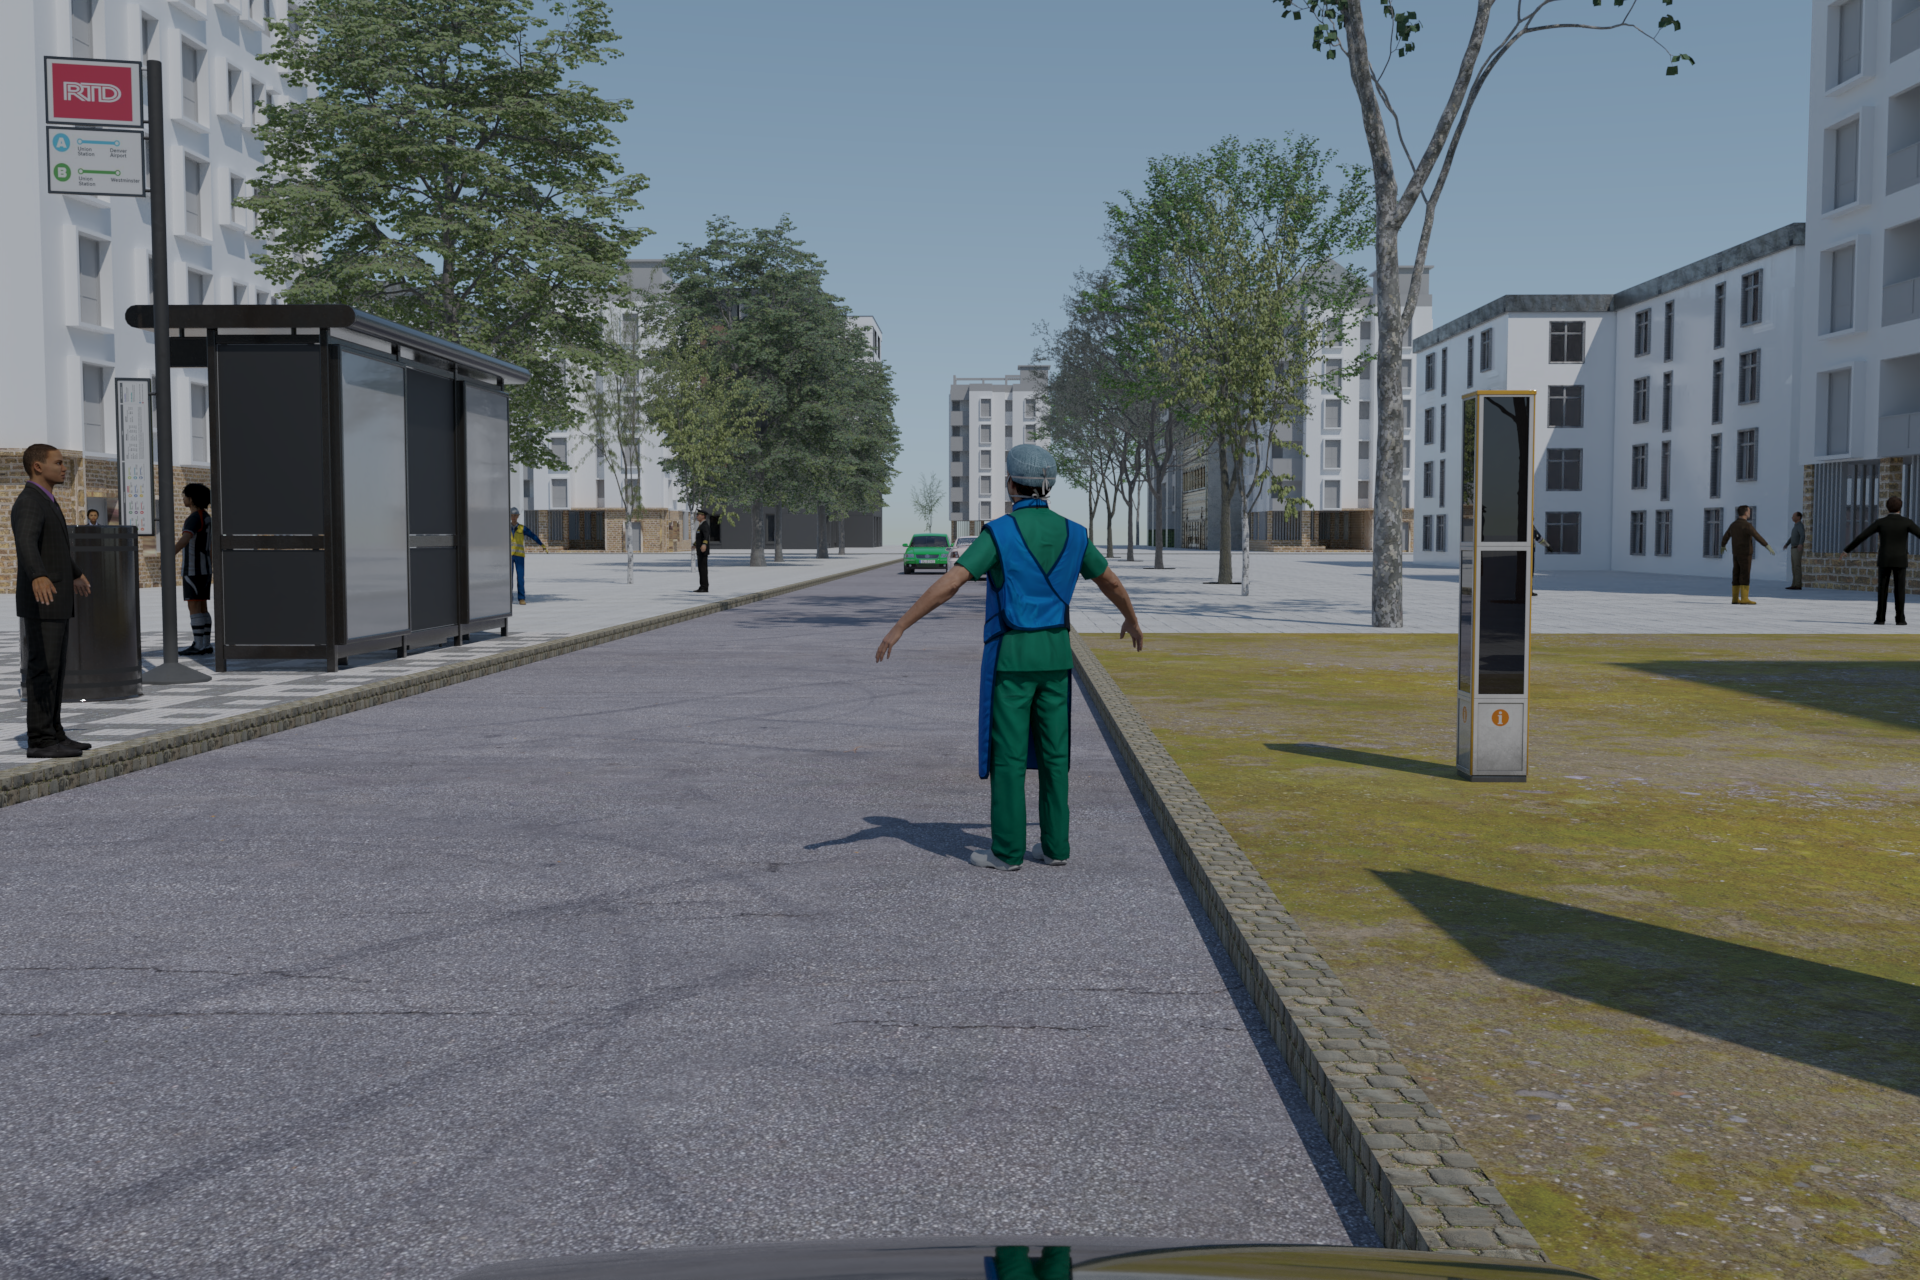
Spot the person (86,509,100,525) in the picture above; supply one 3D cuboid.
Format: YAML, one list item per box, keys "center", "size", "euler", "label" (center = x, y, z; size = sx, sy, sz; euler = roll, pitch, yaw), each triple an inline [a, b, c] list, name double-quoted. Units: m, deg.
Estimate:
- center: [-15.777, -1.520, 31.577]
  size: [1.216, 1.740, 0.721]
  euler: [-2, 4, -29]
  label: "person"

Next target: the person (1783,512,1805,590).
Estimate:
- center: [19.254, -2.057, 39.911]
  size: [0.705, 1.796, 1.348]
  euler: [1, 4, 11]
  label: "person"

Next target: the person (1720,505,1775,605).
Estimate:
- center: [14.264, -1.553, 31.522]
  size: [0.704, 1.812, 1.346]
  euler: [-1, 4, -16]
  label: "person"

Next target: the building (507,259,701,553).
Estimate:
- center: [-25.180, -16.157, 120.580]
  size: [16.016, 20.090, 11.380]
  euler: [0, 4, 1]
  label: "building"

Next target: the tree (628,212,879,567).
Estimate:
- center: [-8.053, -9.852, 67.735]
  size: [9.857, 13.997, 8.962]
  euler: [0, 3, 0]
  label: "tree"

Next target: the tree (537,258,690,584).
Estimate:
- center: [-8.312, -5.761, 44.561]
  size: [4.360, 8.622, 3.978]
  euler: [0, 3, 0]
  label: "tree"

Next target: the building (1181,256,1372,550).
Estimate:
- center: [29.013, -19.273, 146.043]
  size: [19.493, 23.208, 18.063]
  euler: [0, 4, 1]
  label: "building"

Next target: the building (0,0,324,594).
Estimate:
- center: [-24.178, -11.137, 38.512]
  size: [16.016, 20.090, 11.380]
  euler: [0, 4, 1]
  label: "building"

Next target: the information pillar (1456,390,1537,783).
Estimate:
- center: [2.787, -0.277, 9.024]
  size: [0.304, 2.012, 0.304]
  euler: [0, 4, 2]
  label: "information pillar"

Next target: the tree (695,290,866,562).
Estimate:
- center: [-8.151, -9.823, 78.734]
  size: [7.486, 12.596, 7.792]
  euler: [0, 3, 0]
  label: "tree"

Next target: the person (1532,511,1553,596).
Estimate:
- center: [11.681, -1.827, 35.650]
  size: [1.354, 1.856, 0.705]
  euler: [-2, 4, -33]
  label: "person"

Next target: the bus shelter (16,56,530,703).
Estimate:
- center: [-6.546, -2.428, 17.331]
  size: [2.179, 5.291, 8.768]
  euler: [0, 4, 1]
  label: "bus shelter"

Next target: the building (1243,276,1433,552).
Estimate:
- center: [27.310, -16.992, 134.234]
  size: [16.016, 20.090, 11.380]
  euler: [0, 4, 2]
  label: "building"

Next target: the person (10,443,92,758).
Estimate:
- center: [-5.263, -0.233, 10.031]
  size: [0.704, 1.802, 1.346]
  euler: [-1, 4, -19]
  label: "person"

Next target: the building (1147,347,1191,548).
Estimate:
- center: [28.255, -18.671, 171.730]
  size: [16.747, 18.905, 31.486]
  euler: [0, 4, 2]
  label: "building"

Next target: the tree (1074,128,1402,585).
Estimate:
- center: [6.951, -7.235, 44.041]
  size: [9.928, 11.665, 9.643]
  euler: [0, 3, 0]
  label: "tree"

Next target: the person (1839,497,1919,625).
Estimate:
- center: [13.148, -1.115, 24.423]
  size: [1.347, 1.806, 0.705]
  euler: [2, 4, 28]
  label: "person"

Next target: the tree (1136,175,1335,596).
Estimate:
- center: [5.799, -5.203, 35.432]
  size: [4.737, 8.622, 4.395]
  euler: [0, 3, 0]
  label: "tree"

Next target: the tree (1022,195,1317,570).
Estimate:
- center: [7.171, -9.313, 62.631]
  size: [12.009, 13.543, 11.850]
  euler: [0, 3, 0]
  label: "tree"

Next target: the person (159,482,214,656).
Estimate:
- center: [-8.125, -0.749, 18.383]
  size: [0.704, 1.843, 1.345]
  euler: [0, 4, -4]
  label: "person"

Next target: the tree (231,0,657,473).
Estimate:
- center: [-9.112, -6.891, 30.798]
  size: [7.486, 12.596, 7.792]
  euler: [0, 3, 0]
  label: "tree"

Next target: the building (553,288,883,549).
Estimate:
- center: [-22.119, -19.343, 160.229]
  size: [27.936, 21.610, 32.646]
  euler: [0, 4, 1]
  label: "building"

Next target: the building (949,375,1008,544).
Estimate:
- center: [-0.890, -20.748, 198.110]
  size: [11.380, 20.090, 16.016]
  euler: [0, 4, -2]
  label: "building"

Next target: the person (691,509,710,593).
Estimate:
- center: [-5.677, -1.962, 38.006]
  size: [0.705, 1.837, 1.347]
  euler: [-1, 4, -19]
  label: "person"

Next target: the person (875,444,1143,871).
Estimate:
- center: [0.278, 0.068, 7.468]
  size: [1.347, 1.817, 0.704]
  euler: [-2, 4, -30]
  label: "person"

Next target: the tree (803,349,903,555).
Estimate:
- center: [-6.969, -11.497, 106.098]
  size: [7.486, 12.596, 7.792]
  euler: [0, 3, 0]
  label: "tree"

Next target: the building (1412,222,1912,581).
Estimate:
- center: [23.634, -7.258, 60.821]
  size: [9.099, 9.664, 28.070]
  euler: [0, 4, 2]
  label: "building"

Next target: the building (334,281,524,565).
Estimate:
- center: [-22.590, -7.919, 71.626]
  size: [9.099, 9.664, 28.070]
  euler: [0, 4, 1]
  label: "building"

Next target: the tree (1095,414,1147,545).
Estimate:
- center: [21.390, -21.031, 199.744]
  size: [12.611, 20.169, 13.585]
  euler: [0, 3, 0]
  label: "tree"

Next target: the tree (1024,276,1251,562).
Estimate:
- center: [7.875, -10.397, 80.366]
  size: [12.009, 13.543, 11.850]
  euler: [0, 3, 0]
  label: "tree"

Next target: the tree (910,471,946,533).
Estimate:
- center: [-3.210, -15.275, 200.115]
  size: [4.360, 8.622, 3.978]
  euler: [0, 3, 0]
  label: "tree"

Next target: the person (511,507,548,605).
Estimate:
- center: [-8.067, -1.521, 31.331]
  size: [1.216, 1.772, 0.721]
  euler: [0, 4, -7]
  label: "person"

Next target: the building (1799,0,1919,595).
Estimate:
- center: [25.169, -11.168, 39.017]
  size: [16.016, 20.090, 11.380]
  euler: [0, 4, 2]
  label: "building"

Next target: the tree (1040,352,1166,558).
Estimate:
- center: [8.130, -10.221, 92.874]
  size: [9.928, 11.665, 9.643]
  euler: [0, 3, 0]
  label: "tree"

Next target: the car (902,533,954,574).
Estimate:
- center: [-1.080, -3.306, 62.842]
  size: [1.959, 1.807, 4.718]
  euler: [0, 4, 2]
  label: "car"

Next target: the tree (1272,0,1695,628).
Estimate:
- center: [6.302, -10.151, 21.856]
  size: [12.611, 20.169, 13.585]
  euler: [0, 3, 0]
  label: "tree"

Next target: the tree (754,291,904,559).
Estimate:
- center: [-7.129, -11.206, 89.869]
  size: [9.857, 13.997, 8.962]
  euler: [0, 3, 0]
  label: "tree"

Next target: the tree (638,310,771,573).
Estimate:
- center: [-8.663, -6.521, 56.982]
  size: [4.737, 8.622, 4.395]
  euler: [0, 3, 0]
  label: "tree"

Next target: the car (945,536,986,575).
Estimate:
- center: [0.562, -2.588, 54.675]
  size: [2.083, 1.381, 4.827]
  euler: [0, 4, 2]
  label: "car"

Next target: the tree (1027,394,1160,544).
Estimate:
- center: [7.998, -10.854, 103.217]
  size: [9.928, 11.665, 9.643]
  euler: [0, 3, 0]
  label: "tree"
